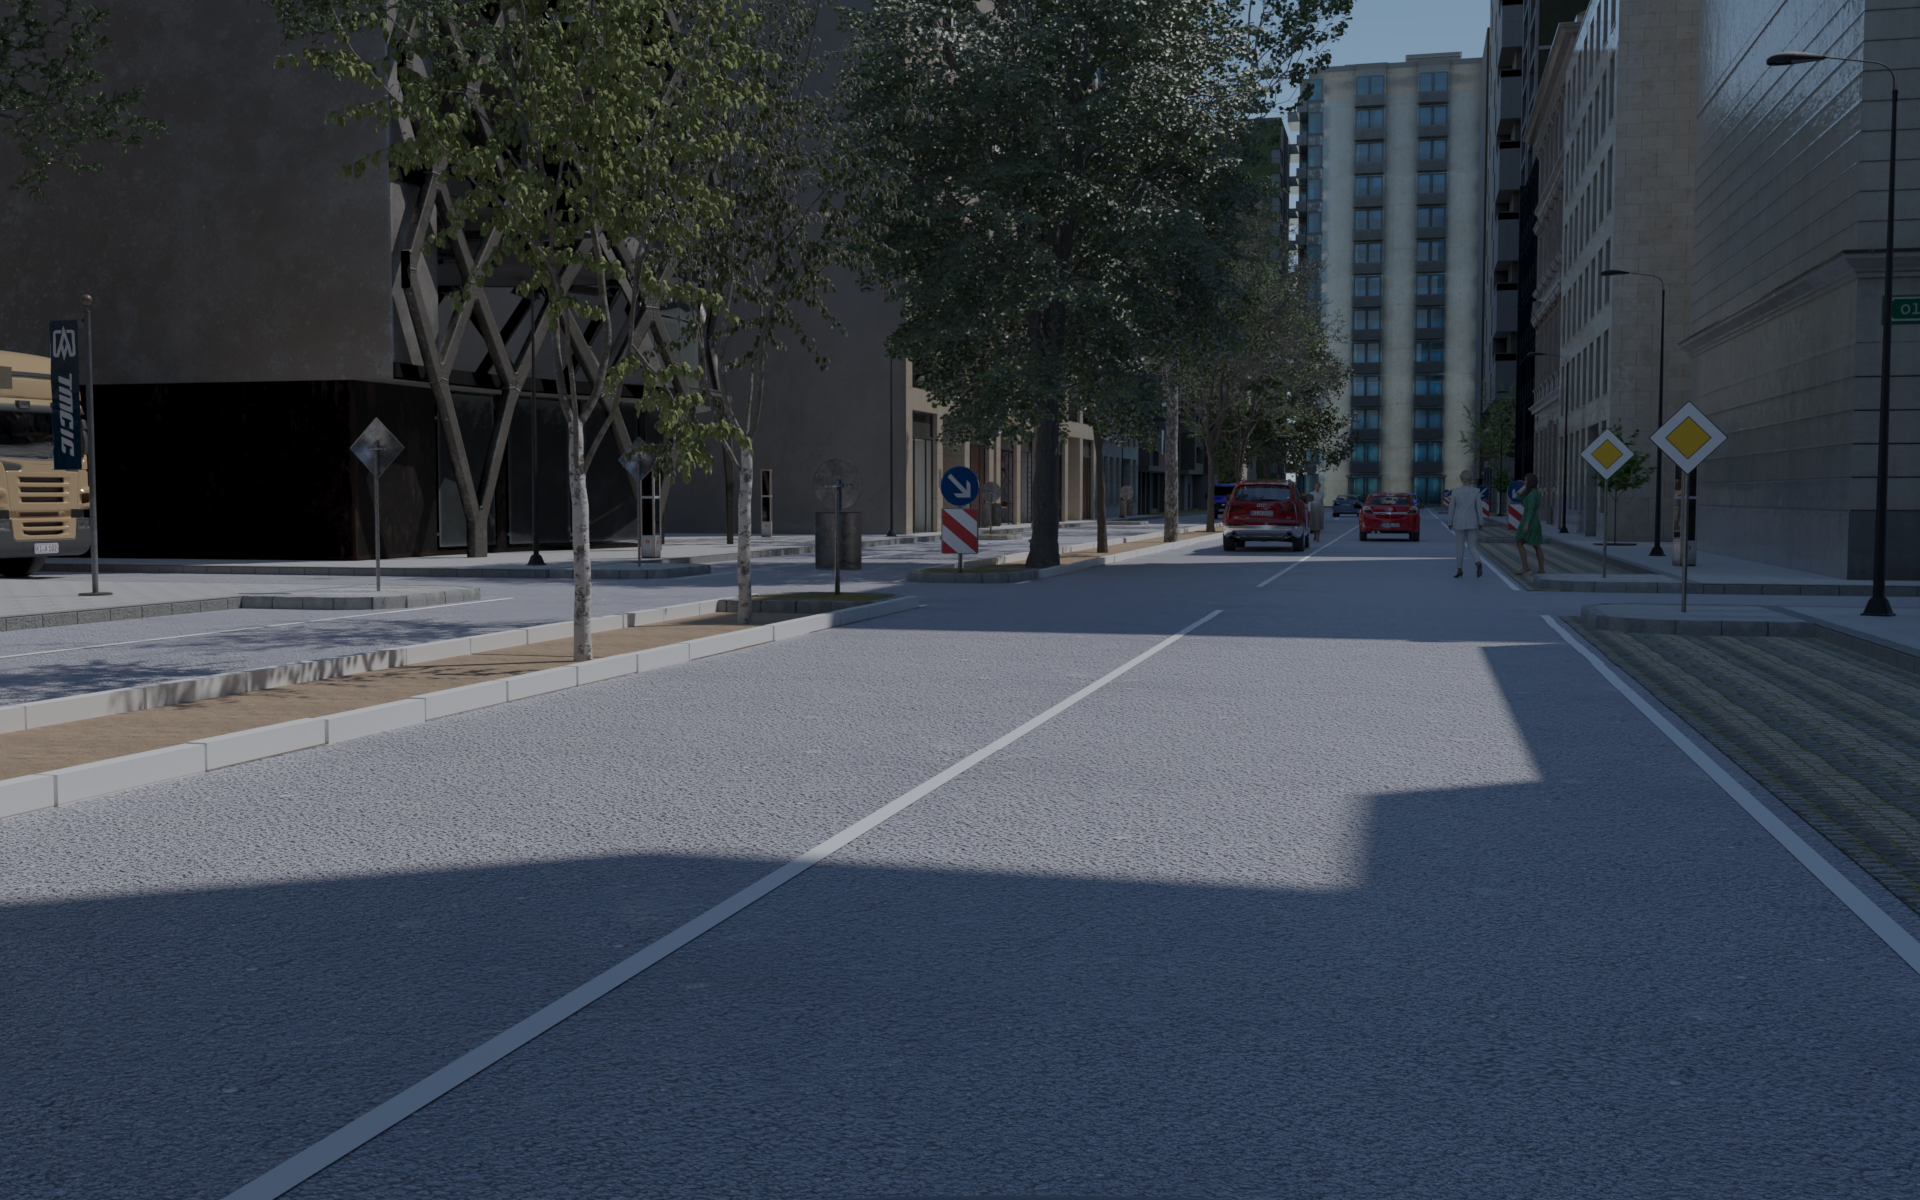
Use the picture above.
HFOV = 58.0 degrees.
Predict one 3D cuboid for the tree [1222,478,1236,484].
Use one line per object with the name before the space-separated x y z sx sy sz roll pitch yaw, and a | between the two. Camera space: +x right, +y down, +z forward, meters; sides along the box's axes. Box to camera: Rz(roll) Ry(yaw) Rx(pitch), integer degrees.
tree | 22.551 -10.138 149.468 4.285 4.588 4.351 0 3 0

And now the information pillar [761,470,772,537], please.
information pillar | -5.796 -2.897 51.861 0.304 2.012 0.304 0 4 0

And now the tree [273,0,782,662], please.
tree | -3.236 -3.759 14.272 4.737 8.622 4.395 0 3 0

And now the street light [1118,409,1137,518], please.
street light | 9.271 -7.383 93.252 1.470 5.913 1.316 1 4 15

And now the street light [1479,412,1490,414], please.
street light | 30.188 -7.699 98.422 1.470 5.913 1.316 1 4 15

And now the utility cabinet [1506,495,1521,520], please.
utility cabinet | 27.049 -4.477 84.363 1.020 1.237 0.306 -3 4 -37

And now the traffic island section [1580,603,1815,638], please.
traffic island section | 7.879 0.212 18.810 2.009 0.180 2.903 1 4 15

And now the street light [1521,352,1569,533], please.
street light | 19.255 -5.146 56.682 1.470 5.913 1.316 1 4 15

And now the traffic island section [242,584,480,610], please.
traffic island section | -7.694 -0.035 22.855 2.009 0.180 2.903 1 4 15

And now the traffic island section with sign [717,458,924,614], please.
traffic island section with sign | -1.719 -0.820 21.548 2.006 1.907 1.989 1 4 15

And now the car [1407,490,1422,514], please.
car | 31.122 -6.784 120.511 1.945 1.707 3.694 1 4 14

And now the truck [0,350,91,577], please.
truck | -19.964 -2.510 29.951 11.283 4.237 2.839 1 4 15

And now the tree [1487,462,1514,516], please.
tree | 32.425 -6.633 103.055 1.663 3.219 1.824 0 3 0

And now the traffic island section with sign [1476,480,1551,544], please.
traffic island section with sign | 16.221 -2.577 50.766 1.989 1.847 2.006 1 4 15

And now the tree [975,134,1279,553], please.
tree | 3.563 -6.428 41.964 8.767 10.594 7.601 1 4 15

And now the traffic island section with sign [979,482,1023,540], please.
traffic island section with sign | 0.902 -2.808 54.541 1.989 1.847 2.006 1 4 15

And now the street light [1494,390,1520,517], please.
street light | 24.697 -6.429 77.658 1.470 5.913 1.316 1 4 15

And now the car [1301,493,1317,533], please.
car | 12.451 -3.400 64.625 2.155 1.783 4.494 1 4 16

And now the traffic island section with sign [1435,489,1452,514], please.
traffic island section with sign | 35.625 -7.138 125.340 1.989 1.847 2.006 1 4 15

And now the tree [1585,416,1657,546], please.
tree | 16.346 -2.969 43.140 1.663 3.219 1.824 0 3 0

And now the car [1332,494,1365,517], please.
car | 24.378 -5.916 108.733 2.014 1.417 4.499 1 4 16

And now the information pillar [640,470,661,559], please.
information pillar | -6.174 -1.838 34.544 0.304 2.012 0.304 1 4 16

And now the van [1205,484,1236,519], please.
van | 15.380 -5.827 99.658 2.240 2.365 5.245 1 4 14

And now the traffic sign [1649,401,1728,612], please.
traffic sign | 7.854 -0.923 18.739 0.795 2.450 0.064 1 4 15

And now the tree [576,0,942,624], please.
tree | -2.322 -4.050 19.037 4.360 8.622 3.978 0 3 0

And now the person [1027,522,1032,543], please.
person | 2.170 -2.343 47.160 0.624 1.780 0.694 1 4 18

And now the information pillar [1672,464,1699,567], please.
information pillar | 12.877 -1.605 30.741 0.304 2.012 0.304 0 4 -5

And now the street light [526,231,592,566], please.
street light | -7.114 -3.569 30.897 1.470 5.913 1.316 1 4 15

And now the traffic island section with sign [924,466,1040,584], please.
traffic island section with sign | 0.157 -1.259 28.715 2.006 1.907 1.989 1 4 15

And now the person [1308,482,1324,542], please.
person | 10.758 -2.664 52.285 0.478 1.798 0.641 1 4 16

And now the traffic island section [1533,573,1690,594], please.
traffic island section | 9.891 -0.260 26.539 2.009 0.180 2.903 1 4 15

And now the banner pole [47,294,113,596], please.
banner pole | -11.173 -1.951 21.915 0.863 3.779 0.401 1 4 20

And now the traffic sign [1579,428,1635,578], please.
traffic sign | 9.866 -1.396 26.468 0.795 2.450 0.064 1 4 15

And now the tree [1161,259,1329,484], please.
tree | 12.278 -9.020 75.689 9.928 11.665 9.643 0 3 0

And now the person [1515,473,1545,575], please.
person | 9.994 -1.319 30.305 0.529 1.795 0.600 1 4 14

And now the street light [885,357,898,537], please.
street light | -1.530 -4.838 51.637 1.470 5.913 1.316 1 4 15

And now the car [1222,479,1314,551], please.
car | 7.991 -2.218 44.938 2.281 1.827 5.304 1 4 14

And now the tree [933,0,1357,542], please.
tree | 5.279 -11.829 51.752 12.611 20.169 13.585 0 3 0

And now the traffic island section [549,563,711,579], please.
traffic island section | -5.682 -0.508 30.583 2.009 0.180 2.903 1 4 15

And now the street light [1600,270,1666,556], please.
street light | 13.931 -3.874 35.875 1.470 5.913 1.316 1 4 15

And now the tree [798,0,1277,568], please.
tree | 1.629 -7.593 33.257 9.857 13.997 8.962 0 3 0

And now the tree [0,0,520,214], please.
tree | -5.134 -4.365 8.240 8.767 10.594 7.601 1 4 15

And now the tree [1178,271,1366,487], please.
tree | 15.512 -10.265 87.293 9.611 12.733 9.660 0 3 0

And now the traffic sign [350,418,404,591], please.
traffic sign | -7.669 -1.171 22.787 0.795 2.450 0.064 1 4 15

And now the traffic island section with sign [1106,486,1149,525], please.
traffic island section with sign | 7.749 -4.416 80.835 1.989 1.847 2.006 1 4 15

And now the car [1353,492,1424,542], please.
car | 13.351 -2.745 53.924 2.155 1.783 4.494 1 4 13

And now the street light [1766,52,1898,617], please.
street light | 9.173 -2.796 18.253 1.470 5.913 1.316 1 4 15

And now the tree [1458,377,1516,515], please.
tree | 33.513 -9.663 108.352 4.737 8.622 4.395 0 3 0

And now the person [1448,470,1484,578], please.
person | 8.578 -1.279 29.285 0.514 1.842 0.818 0 4 -7

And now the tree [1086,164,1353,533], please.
tree | 9.334 -9.247 64.013 12.009 13.543 11.850 0 3 0

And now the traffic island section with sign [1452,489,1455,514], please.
traffic island section with sign | 23.011 -4.173 76.855 1.989 1.847 2.006 1 4 15
